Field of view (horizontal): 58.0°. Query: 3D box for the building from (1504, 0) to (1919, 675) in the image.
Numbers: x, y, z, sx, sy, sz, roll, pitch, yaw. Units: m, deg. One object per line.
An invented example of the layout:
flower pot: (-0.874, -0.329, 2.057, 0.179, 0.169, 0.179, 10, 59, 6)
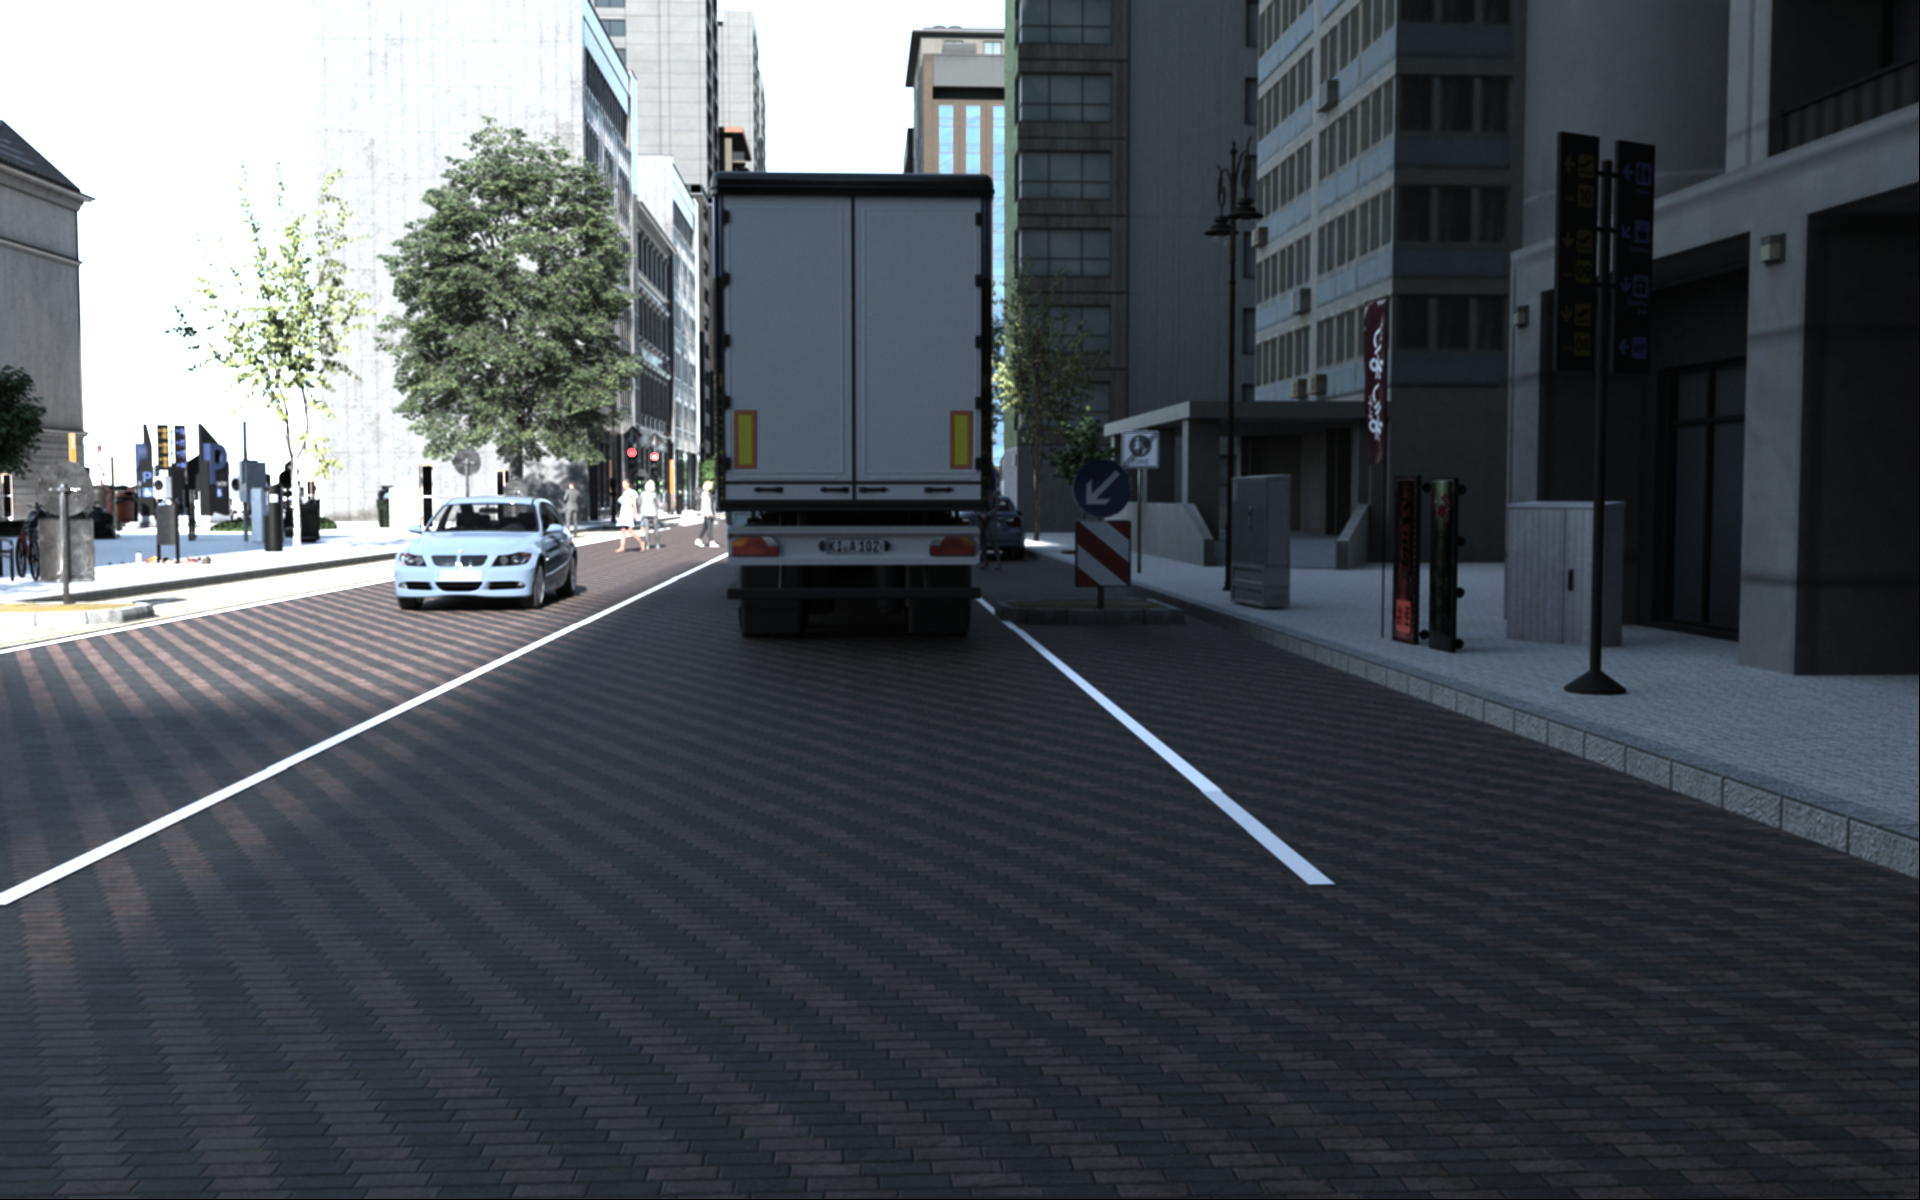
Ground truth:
building: (16.377, -34.719, 5.913, 20.563, 71.187, 20.611, 0, 4, -3)

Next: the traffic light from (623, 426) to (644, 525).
traffic light: (-13.422, -5.034, 71.219, 0.839, 4.253, 0.868, 0, 4, -3)

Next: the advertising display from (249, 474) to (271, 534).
advertising display: (-22.283, -3.053, 55.130, 0.974, 1.923, 0.123, 2, 4, 31)

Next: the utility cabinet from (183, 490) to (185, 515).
utility cabinet: (-46.983, -5.937, 105.748, 0.318, 1.500, 1.173, 0, 4, 5)

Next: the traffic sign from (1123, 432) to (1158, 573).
traffic sign: (2.908, -1.585, 28.046, 0.606, 2.300, 0.079, 0, 4, -2)

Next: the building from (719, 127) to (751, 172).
building: (-35.659, -33.481, 202.034, 22.147, 44.769, 28.867, 0, 4, -3)

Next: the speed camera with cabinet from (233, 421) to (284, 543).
speed camera with cabinet: (-18.777, -3.191, 46.504, 0.660, 3.252, 2.038, -3, 4, -38)

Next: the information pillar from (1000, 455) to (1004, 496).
information pillar: (2.529, -6.825, 102.938, 0.183, 3.616, 0.504, 2, 4, 26)

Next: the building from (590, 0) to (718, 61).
building: (-32.961, -45.148, 176.421, 20.563, 71.187, 20.611, 0, 4, -3)

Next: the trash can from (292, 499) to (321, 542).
trash can: (-17.378, -2.107, 46.095, 0.748, 1.137, 0.748, 0, 3, 0)

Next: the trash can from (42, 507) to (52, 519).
trash can: (-40.998, -4.060, 78.033, 0.748, 1.137, 0.748, 0, 3, 0)

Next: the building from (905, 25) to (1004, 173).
building: (8.591, -37.052, 195.037, 28.713, 52.752, 27.495, 0, 4, -3)

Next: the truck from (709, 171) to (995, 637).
truck: (-1.251, -1.946, 20.731, 2.839, 4.237, 11.283, 0, 4, -3)

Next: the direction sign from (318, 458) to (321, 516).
direction sign: (-30.958, -5.606, 83.657, 0.379, 3.537, 0.876, -1, 4, -20)

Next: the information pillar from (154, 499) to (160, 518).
information pillar: (-41.821, -5.232, 90.032, 0.304, 2.012, 0.304, 0, 3, 0)

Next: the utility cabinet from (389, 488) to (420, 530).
utility cabinet: (-19.336, -3.177, 60.621, 1.173, 1.500, 0.318, -2, 4, -35)

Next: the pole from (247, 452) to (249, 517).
pole: (-34.624, -5.514, 84.002, 0.158, 3.312, 0.155, 0, 3, 0)

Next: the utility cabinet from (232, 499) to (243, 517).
utility cabinet: (-40.638, -5.279, 97.467, 1.020, 1.237, 0.306, -1, 4, -13)

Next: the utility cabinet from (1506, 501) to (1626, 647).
utility cabinet: (5.205, -0.231, 14.941, 0.306, 1.237, 1.020, -2, 4, -31)

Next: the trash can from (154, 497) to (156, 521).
trash can: (-36.772, -4.080, 78.368, 0.748, 1.137, 0.748, 0, 3, 0)

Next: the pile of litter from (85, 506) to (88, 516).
pile of litter: (-41.743, -4.259, 83.596, 1.176, 0.858, 1.719, 1, 4, 20)

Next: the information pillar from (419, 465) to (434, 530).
information pillar: (-13.360, -2.380, 43.402, 0.304, 2.012, 0.304, -2, 4, -25)

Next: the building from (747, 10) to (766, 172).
building: (-38.445, -50.361, 261.648, 20.563, 71.187, 20.611, 0, 4, -3)

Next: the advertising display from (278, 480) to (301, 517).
advertising display: (-30.634, -4.523, 79.168, 0.974, 1.923, 0.123, 0, 4, -4)

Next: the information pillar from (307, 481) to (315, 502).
information pillar: (-35.279, -5.484, 94.154, 0.304, 2.012, 0.304, 1, 4, 19)

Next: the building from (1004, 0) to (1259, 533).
building: (8.487, -23.247, 63.686, 14.154, 41.232, 14.086, 0, 4, -3)

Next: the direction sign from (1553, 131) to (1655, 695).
direction sign: (4.122, -1.171, 11.137, 0.876, 3.537, 0.379, -2, 4, -30)

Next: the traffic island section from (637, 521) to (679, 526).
traffic island section: (-13.952, -3.489, 79.321, 2.009, 0.180, 2.903, 0, 4, -3)

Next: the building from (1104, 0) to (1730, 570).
building: (19.977, -21.131, 37.380, 32.217, 40.220, 23.993, 0, 4, -3)

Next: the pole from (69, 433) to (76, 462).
pole: (-29.838, -3.942, 58.289, 0.158, 3.312, 0.155, 0, 3, 0)

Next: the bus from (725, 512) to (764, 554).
bus: (-2.647, -2.343, 33.166, 2.948, 3.499, 13.247, 0, 4, -3)

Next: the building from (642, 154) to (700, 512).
building: (-26.581, -19.109, 130.456, 12.078, 24.808, 19.932, 0, 4, -3)

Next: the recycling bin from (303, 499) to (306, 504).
recycling bin: (-37.332, -5.260, 98.551, 0.722, 1.027, 0.722, 0, 4, 3)

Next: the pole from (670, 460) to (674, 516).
pole: (-17.137, -6.676, 103.004, 0.158, 3.312, 0.155, 0, 3, 0)

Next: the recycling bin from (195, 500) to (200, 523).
recycling bin: (-30.418, -3.517, 70.058, 0.722, 1.027, 0.722, 1, 4, 9)

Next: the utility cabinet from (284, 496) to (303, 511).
utility cabinet: (-34.917, -4.870, 90.784, 1.020, 1.237, 0.306, 1, 4, 21)

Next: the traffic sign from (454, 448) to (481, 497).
traffic sign: (-13.744, -2.949, 48.319, 0.768, 2.556, 0.104, 0, 4, 3)

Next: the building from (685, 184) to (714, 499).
building: (-29.655, -23.780, 160.507, 14.160, 30.474, 14.107, 0, 4, -3)

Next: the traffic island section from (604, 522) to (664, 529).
traffic island section: (-13.462, -3.001, 71.351, 2.009, 0.180, 2.903, 0, 4, -3)

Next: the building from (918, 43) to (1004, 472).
building: (2.956, -32.047, 174.072, 14.600, 45.320, 14.200, 0, 4, -3)

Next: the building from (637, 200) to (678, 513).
building: (-24.677, -16.734, 109.757, 11.583, 22.565, 21.152, 0, 4, -3)

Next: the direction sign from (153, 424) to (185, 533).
direction sign: (-25.761, -3.955, 56.658, 0.876, 3.537, 0.379, -3, 5, -39)

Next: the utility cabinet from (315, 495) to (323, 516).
utility cabinet: (-38.220, -5.624, 103.106, 1.020, 1.237, 0.306, -2, 4, -24)

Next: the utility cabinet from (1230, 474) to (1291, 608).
utility cabinet: (3.412, -0.678, 19.767, 0.318, 1.500, 1.173, -1, 4, -10)

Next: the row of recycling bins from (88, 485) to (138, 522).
row of recycling bins: (-38.411, -4.393, 78.933, 1.069, 1.692, 3.534, 1, 4, 11)

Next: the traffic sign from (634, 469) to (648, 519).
traffic sign: (-16.163, -5.353, 87.628, 0.768, 2.556, 0.104, 0, 4, -2)

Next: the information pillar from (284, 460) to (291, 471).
information pillar: (-44.435, -7.541, 114.651, 0.504, 3.616, 0.183, -3, 4, -36)

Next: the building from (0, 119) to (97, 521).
building: (-53.142, -13.330, 82.577, 19.286, 19.102, 10.561, 0, 4, -3)

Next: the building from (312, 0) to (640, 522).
building: (-23.776, -16.563, 88.830, 12.078, 24.808, 19.932, 0, 4, -3)

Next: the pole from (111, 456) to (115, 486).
pole: (-45.607, -6.080, 93.257, 0.158, 3.312, 0.155, 0, 3, 0)

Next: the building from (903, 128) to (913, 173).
building: (3.705, -36.435, 219.414, 21.300, 48.544, 21.600, 0, 4, -3)

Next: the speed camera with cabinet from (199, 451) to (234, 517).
speed camera with cabinet: (-34.047, -5.221, 79.705, 0.660, 3.252, 2.038, 1, 4, 22)

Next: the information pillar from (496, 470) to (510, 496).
information pillar: (-13.926, -2.954, 52.783, 0.304, 2.012, 0.304, 1, 4, 16)

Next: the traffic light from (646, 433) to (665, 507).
traffic light: (-13.911, -5.521, 79.189, 0.839, 4.253, 0.868, 0, 4, -3)

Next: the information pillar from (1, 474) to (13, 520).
information pillar: (-34.635, -3.576, 62.954, 0.304, 2.012, 0.304, -2, 4, -35)
